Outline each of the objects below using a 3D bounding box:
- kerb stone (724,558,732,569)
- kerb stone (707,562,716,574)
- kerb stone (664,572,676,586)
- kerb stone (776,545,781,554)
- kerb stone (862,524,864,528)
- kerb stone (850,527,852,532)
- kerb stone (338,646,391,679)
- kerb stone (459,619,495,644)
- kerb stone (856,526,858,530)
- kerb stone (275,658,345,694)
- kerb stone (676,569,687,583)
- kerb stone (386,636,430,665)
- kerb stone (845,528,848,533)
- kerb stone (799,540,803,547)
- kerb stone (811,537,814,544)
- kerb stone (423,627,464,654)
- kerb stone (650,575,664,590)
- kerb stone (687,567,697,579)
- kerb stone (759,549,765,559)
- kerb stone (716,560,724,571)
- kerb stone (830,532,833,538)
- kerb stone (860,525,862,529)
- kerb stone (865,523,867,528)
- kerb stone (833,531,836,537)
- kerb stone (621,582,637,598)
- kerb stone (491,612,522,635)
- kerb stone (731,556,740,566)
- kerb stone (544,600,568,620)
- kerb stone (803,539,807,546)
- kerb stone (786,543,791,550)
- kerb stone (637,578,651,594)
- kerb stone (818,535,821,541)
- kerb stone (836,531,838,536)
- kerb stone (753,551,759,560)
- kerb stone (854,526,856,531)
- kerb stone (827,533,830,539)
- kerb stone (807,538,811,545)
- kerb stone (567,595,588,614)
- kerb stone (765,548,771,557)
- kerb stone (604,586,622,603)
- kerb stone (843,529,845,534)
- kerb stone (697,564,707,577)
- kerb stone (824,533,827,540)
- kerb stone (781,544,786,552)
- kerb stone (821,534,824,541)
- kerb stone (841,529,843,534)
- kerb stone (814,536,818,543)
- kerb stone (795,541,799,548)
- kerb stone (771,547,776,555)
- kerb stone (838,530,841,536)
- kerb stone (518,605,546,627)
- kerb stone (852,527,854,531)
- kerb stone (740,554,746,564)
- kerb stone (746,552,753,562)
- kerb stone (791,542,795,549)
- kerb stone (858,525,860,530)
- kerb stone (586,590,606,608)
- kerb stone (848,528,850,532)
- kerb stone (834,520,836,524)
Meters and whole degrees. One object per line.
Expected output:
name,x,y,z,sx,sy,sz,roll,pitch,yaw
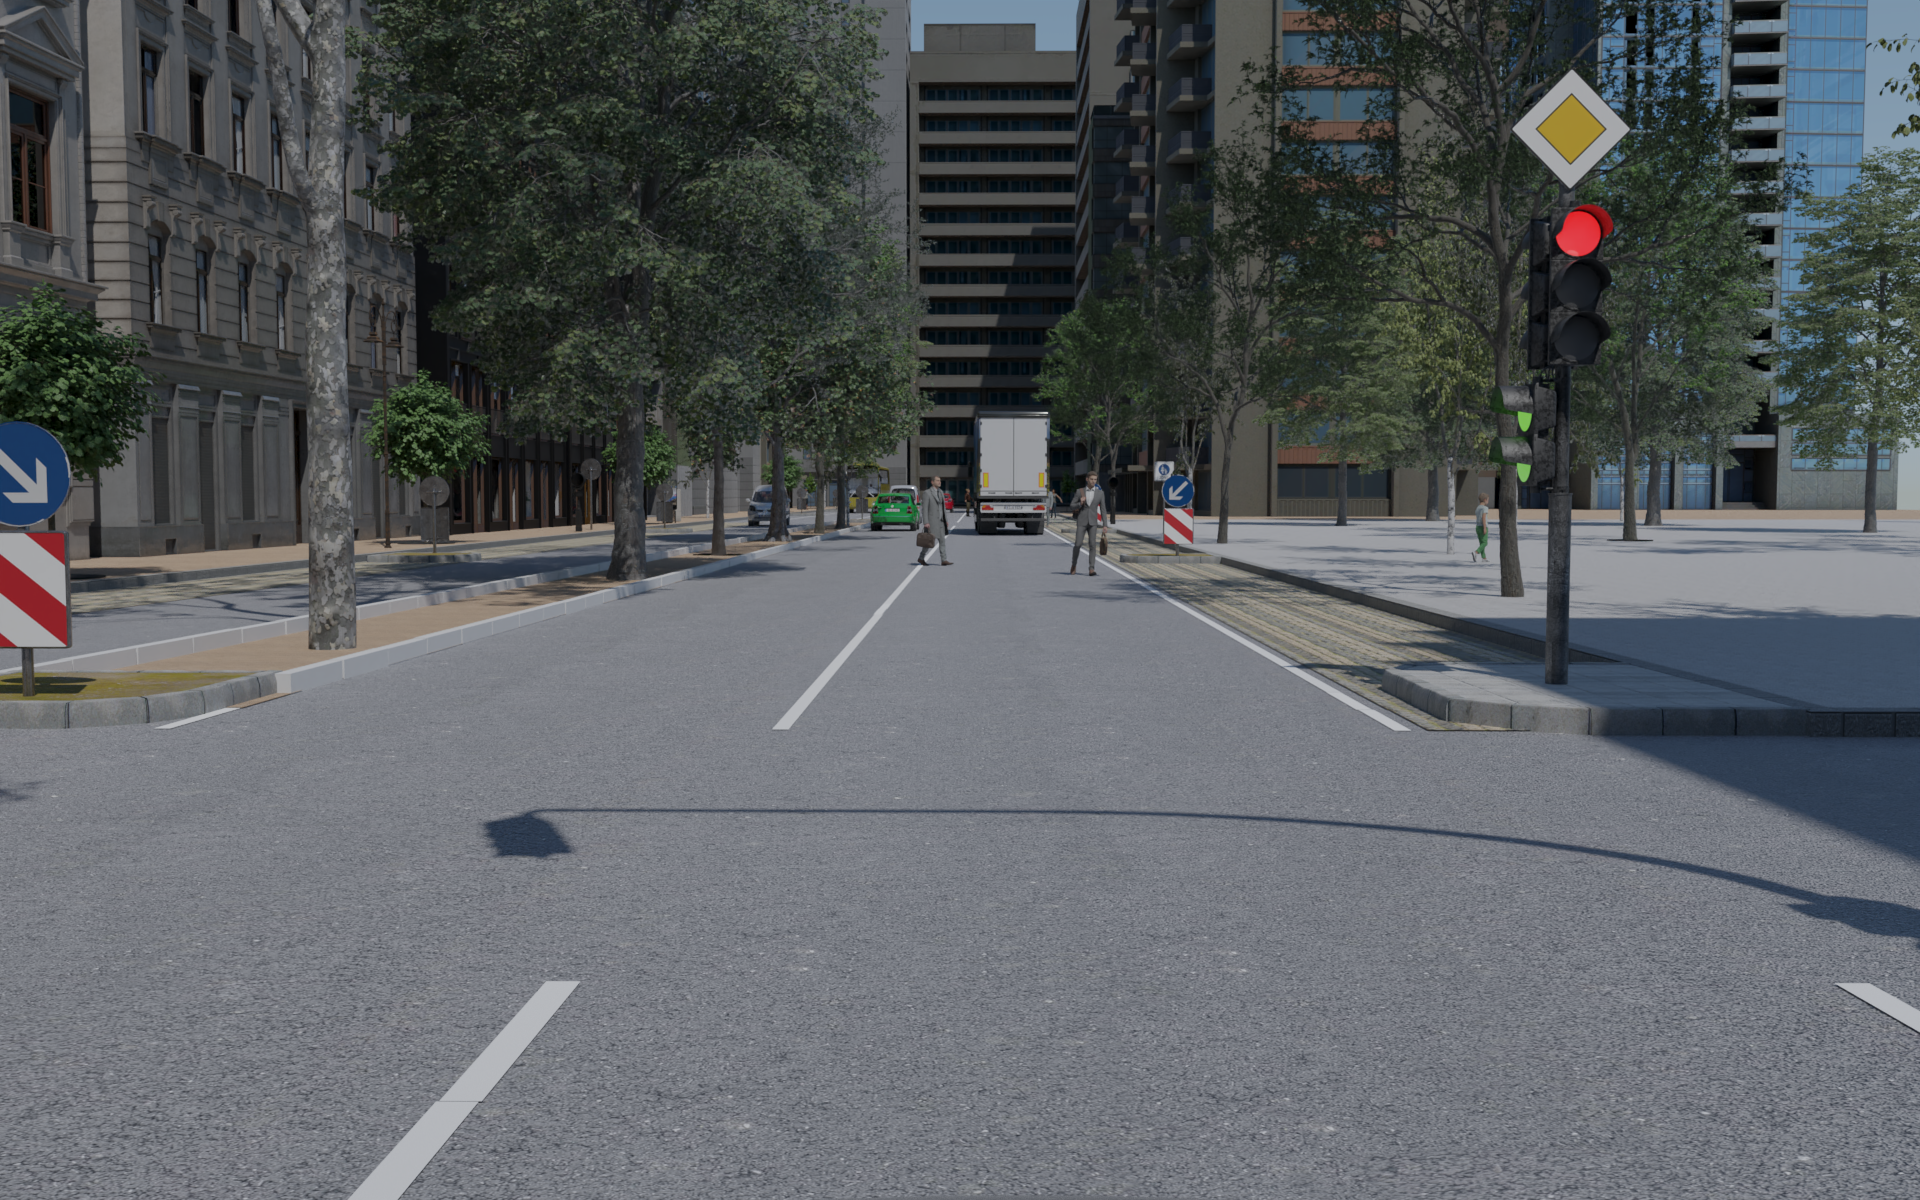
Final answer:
kerb stone,-4.580,-0.681,33.377,0.120,0.150,1.000,0,4,1
kerb stone,-4.599,-0.553,31.324,0.120,0.150,1.000,0,4,1
kerb stone,-4.652,-0.307,27.221,0.120,0.150,1.000,0,4,1
kerb stone,-4.477,-1.186,41.594,0.120,0.150,1.000,0,4,1
kerb stone,-4.113,-2.944,70.323,0.120,0.150,1.000,0,4,1
kerb stone,-4.190,-2.561,64.161,0.120,0.150,1.000,0,4,1
kerb stone,-4.819,0.507,13.907,0.120,0.150,1.000,0,4,1
kerb stone,-4.788,0.319,16.981,0.120,0.150,1.000,0,4,1
kerb stone,-4.144,-2.755,67.240,0.120,0.150,1.000,0,4,1
kerb stone,-4.839,0.571,12.885,0.120,0.150,1.000,0,4,1
kerb stone,-4.648,-0.369,28.246,0.120,0.150,1.000,0,4,1
kerb stone,-4.815,0.449,14.935,0.120,0.150,1.000,0,4,1
kerb stone,-4.217,-2.442,62.117,0.120,0.150,1.000,0,4,1
kerb stone,-4.414,-1.498,46.721,0.120,0.150,1.000,0,4,1
kerb stone,-4.366,-1.687,49.798,0.120,0.150,1.000,0,4,1
kerb stone,-4.804,0.381,15.959,0.120,0.150,1.000,0,4,1
kerb stone,-4.674,-0.245,26.199,0.120,0.150,1.000,0,4,1
kerb stone,-4.629,-0.432,29.272,0.120,0.150,1.000,0,4,1
kerb stone,-4.515,-0.998,38.515,0.120,0.150,1.000,0,4,1
kerb stone,-4.593,-0.614,32.349,0.120,0.150,1.000,0,4,1
kerb stone,-4.293,-2.064,55.949,0.120,0.150,1.000,0,4,1
kerb stone,-4.122,-2.876,69.295,0.120,0.150,1.000,0,4,1
kerb stone,-4.083,-3.069,72.380,0.120,0.150,1.000,0,4,1
kerb stone,-4.280,-2.125,56.982,0.120,0.150,1.000,0,4,1
kerb stone,-4.700,-0.120,24.155,0.120,0.150,1.000,0,4,1
kerb stone,-4.776,0.256,18.003,0.120,0.150,1.000,0,4,1
kerb stone,-4.559,-0.746,34.399,0.120,0.150,1.000,0,4,1
kerb stone,-4.752,0.131,20.049,0.120,0.150,1.000,0,4,1
kerb stone,-4.392,-1.563,47.742,0.120,0.150,1.000,0,4,1
kerb stone,-4.449,-1.311,43.654,0.120,0.150,1.000,0,4,1
kerb stone,-4.682,-0.182,25.177,0.120,0.150,1.000,0,4,1
kerb stone,-4.347,-1.814,51.854,0.120,0.150,1.000,0,4,1
kerb stone,-4.261,-2.190,58.007,0.120,0.150,1.000,0,4,1
kerb stone,-4.526,-0.935,37.487,0.120,0.150,1.000,0,4,1
kerb stone,-4.170,-2.687,66.219,0.120,0.150,1.000,0,4,1
kerb stone,-4.306,-2.002,54.927,0.120,0.150,1.000,0,4,1
kerb stone,-4.377,-1.625,48.766,0.120,0.150,1.000,0,4,1
kerb stone,-4.733,0.072,21.075,0.120,0.150,1.000,0,4,1
kerb stone,-4.503,-1.061,39.543,0.120,0.150,1.000,0,4,1
kerb stone,-4.708,-0.057,23.132,0.120,0.150,1.000,0,4,1
kerb stone,-4.232,-2.379,61.094,0.120,0.150,1.000,0,4,1
kerb stone,-4.615,-0.492,30.299,0.120,0.150,1.000,0,4,1
kerb stone,-4.314,-1.939,53.904,0.120,0.150,1.000,0,4,1
kerb stone,-4.461,-1.246,42.624,0.120,0.150,1.000,0,4,1
kerb stone,-4.328,-1.877,52.882,0.120,0.150,1.000,0,4,1
kerb stone,-4.240,-2.317,60.071,0.120,0.150,1.000,0,4,1
kerb stone,-4.360,-1.750,50.824,0.120,0.150,1.000,0,4,1
kerb stone,-4.428,-1.437,45.698,0.120,0.150,1.000,0,4,1
kerb stone,-4.492,-1.124,40.565,0.120,0.150,1.000,0,4,1
kerb stone,-4.246,-2.253,59.038,0.120,0.150,1.000,0,4,1
kerb stone,-4.763,0.194,19.025,0.120,0.150,1.000,0,4,1
kerb stone,-4.177,-2.629,65.183,0.120,0.150,1.000,0,4,1
kerb stone,-4.556,-0.809,35.430,0.120,0.150,1.000,0,4,1
kerb stone,-4.537,-0.872,36.465,0.120,0.150,1.000,0,4,1
kerb stone,-4.432,-1.369,44.676,0.120,0.150,1.000,0,4,1
kerb stone,-4.138,-2.818,68.271,0.120,0.150,1.000,0,4,1
kerb stone,-4.722,0.008,22.105,0.120,0.150,1.000,0,4,1
kerb stone,-4.207,-2.504,63.139,0.120,0.150,1.000,0,4,1
kerb stone,-6.064,-3.635,81.633,0.120,0.150,1.000,0,4,1
